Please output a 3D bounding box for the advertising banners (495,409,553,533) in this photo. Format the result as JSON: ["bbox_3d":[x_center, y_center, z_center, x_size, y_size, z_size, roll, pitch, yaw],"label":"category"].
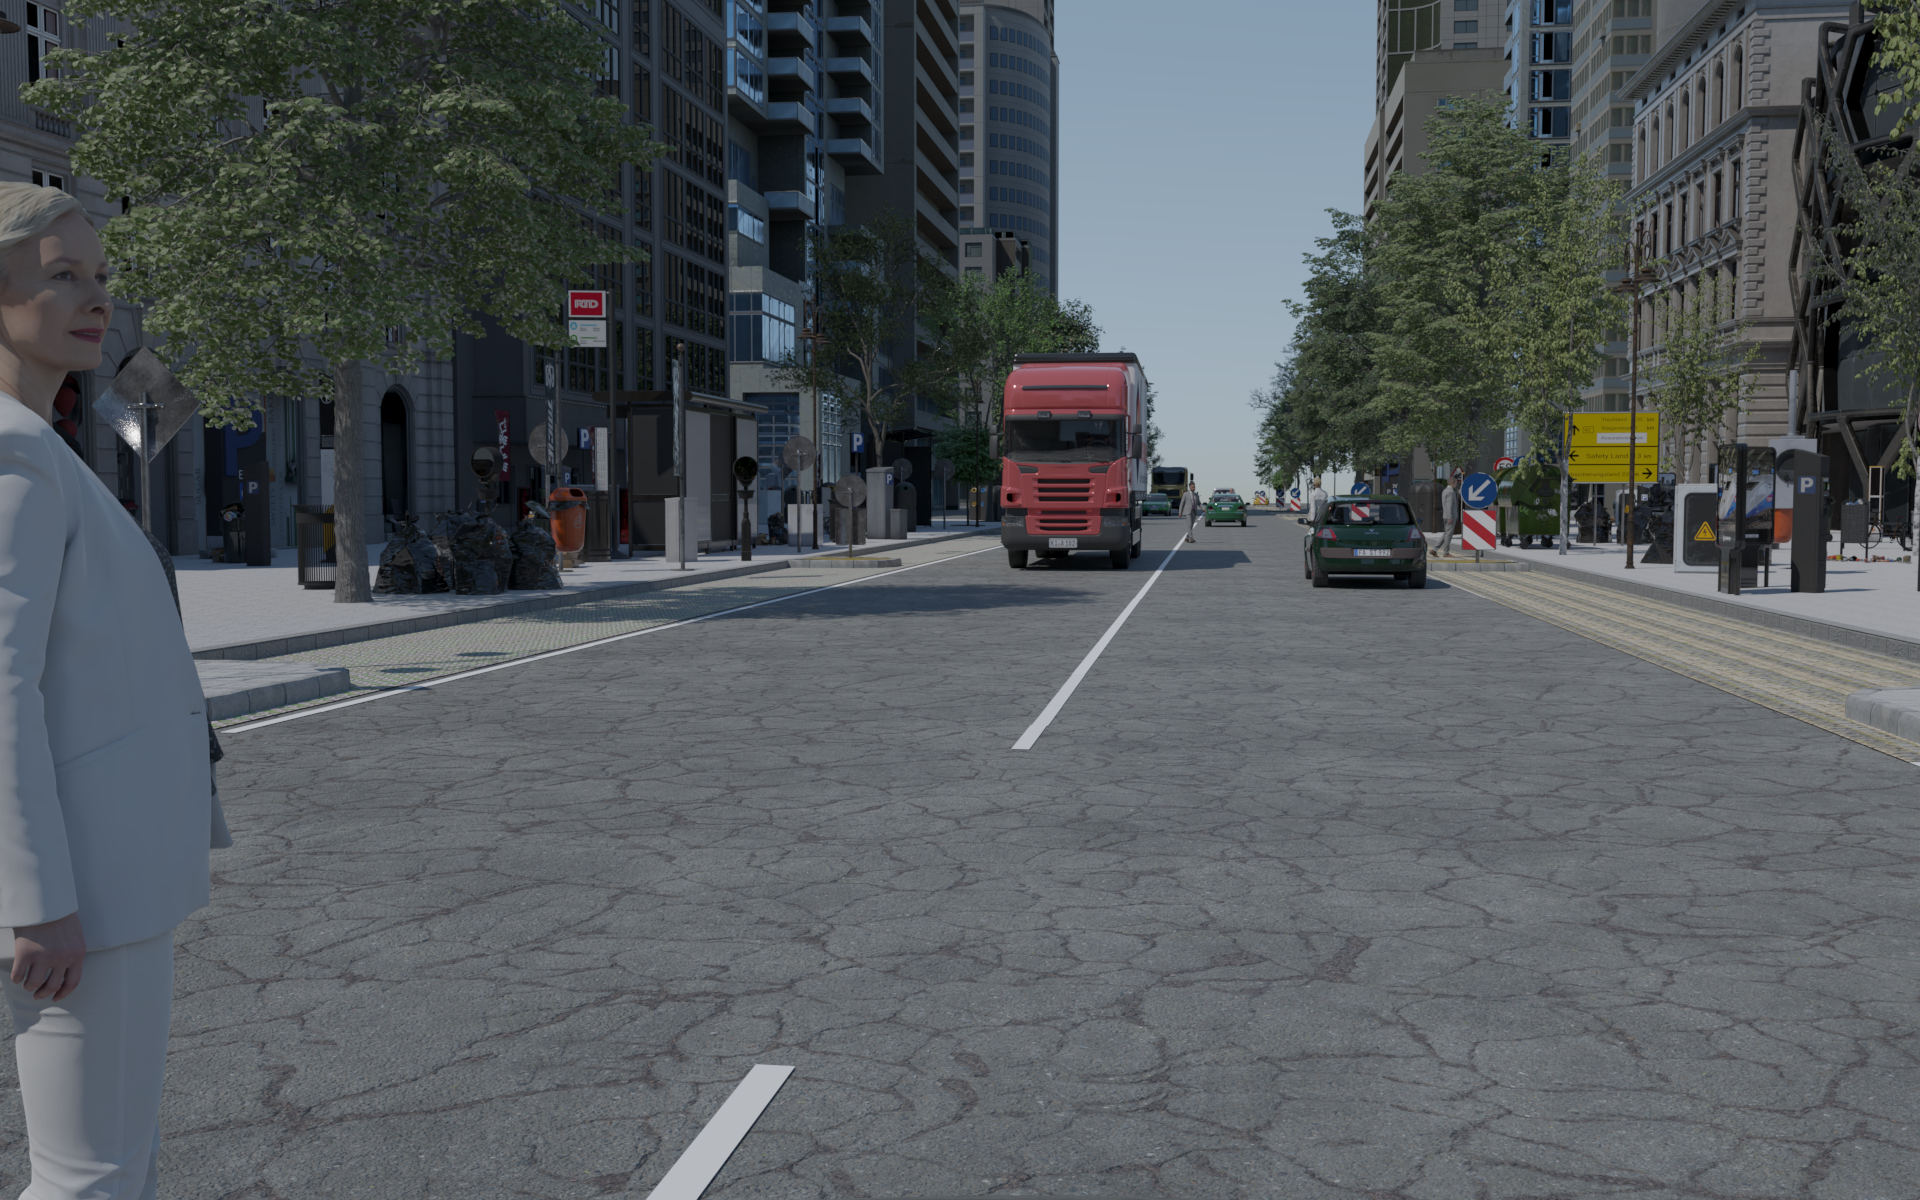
[{"bbox_3d":[-9.186,-2.469,36.548,0.090,3.025,2.074,1,4,20],"label":"advertising banners"}]

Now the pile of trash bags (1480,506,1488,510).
[{"bbox_3d":[22.048,-3.741,70.915,1.912,1.369,3.447,2,4,33],"label":"pile of trash bags"}]

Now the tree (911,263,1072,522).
[{"bbox_3d":[1.332,-9.380,79.110,9.928,11.665,9.643,0,3,0],"label":"tree"}]

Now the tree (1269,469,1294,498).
[{"bbox_3d":[41.266,-14.605,222.510,4.285,4.588,4.351,0,3,0],"label":"tree"}]

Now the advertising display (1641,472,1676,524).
[{"bbox_3d":[20.860,-2.847,51.770,0.974,1.923,0.123,1,4,15],"label":"advertising display"}]

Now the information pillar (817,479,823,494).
[{"bbox_3d":[-6.687,-4.749,82.130,0.304,2.012,0.304,2,4,26],"label":"information pillar"}]

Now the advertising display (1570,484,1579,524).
[{"bbox_3d":[25.753,-4.182,73.593,0.974,1.923,0.123,1,4,23],"label":"advertising display"}]

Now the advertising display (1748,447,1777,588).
[{"bbox_3d":[10.715,-1.123,23.575,0.974,1.923,0.123,-2,4,-27],"label":"advertising display"}]

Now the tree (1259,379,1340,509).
[{"bbox_3d":[30.295,-13.601,148.129,9.928,11.665,9.643,0,3,0],"label":"tree"}]

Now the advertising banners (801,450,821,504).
[{"bbox_3d":[-6.046,-4.535,70.332,0.090,3.025,2.074,-2,4,-26],"label":"advertising banners"}]

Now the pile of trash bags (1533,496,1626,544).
[{"bbox_3d":[16.718,-2.207,45.839,1.912,1.369,3.447,-3,5,-45],"label":"pile of trash bags"}]

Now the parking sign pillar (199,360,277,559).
[{"bbox_3d":[-14.460,-2.821,34.600,1.447,3.967,1.447,1,4,17],"label":"parking sign pillar"}]

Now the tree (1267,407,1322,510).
[{"bbox_3d":[27.805,-11.546,139.139,4.360,8.622,3.978,0,3,0],"label":"tree"}]

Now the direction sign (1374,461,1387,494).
[{"bbox_3d":[18.535,-5.159,76.348,0.876,3.537,0.379,-3,5,-40],"label":"direction sign"}]

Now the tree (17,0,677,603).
[{"bbox_3d":[-6.842,-6.228,19.963,7.486,12.596,7.792,0,3,0],"label":"tree"}]

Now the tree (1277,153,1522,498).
[{"bbox_3d":[17.185,-9.797,66.836,9.857,13.997,8.962,0,3,0],"label":"tree"}]

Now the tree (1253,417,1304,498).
[{"bbox_3d":[43.307,-19.211,232.222,7.486,12.596,7.792,0,3,0],"label":"tree"}]

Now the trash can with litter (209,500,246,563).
[{"bbox_3d":[-13.638,-1.275,32.238,1.055,1.170,0.624,3,4,37],"label":"trash can with litter"}]

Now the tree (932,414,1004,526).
[{"bbox_3d":[0.394,-5.280,70.040,4.285,4.588,4.351,0,3,0],"label":"tree"}]

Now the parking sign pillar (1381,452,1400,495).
[{"bbox_3d":[20.824,-5.785,83.059,1.447,3.967,1.447,1,4,9],"label":"parking sign pillar"}]

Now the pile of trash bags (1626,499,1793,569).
[{"bbox_3d":[13.742,-1.292,30.875,1.912,1.369,3.447,-1,4,-9],"label":"pile of trash bags"}]

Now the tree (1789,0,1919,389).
[{"bbox_3d":[14.318,-4.549,24.734,4.360,8.622,3.978,0,3,0],"label":"tree"}]

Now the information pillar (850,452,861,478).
[{"bbox_3d":[-4.055,-4.625,66.975,0.504,3.616,0.183,3,4,38],"label":"information pillar"}]

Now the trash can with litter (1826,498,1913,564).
[{"bbox_3d":[17.177,-1.320,32.639,1.678,1.210,2.233,-2,4,-32],"label":"trash can with litter"}]

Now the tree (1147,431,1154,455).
[{"bbox_3d":[16.146,-15.352,176.762,9.928,11.665,9.643,0,3,0],"label":"tree"}]

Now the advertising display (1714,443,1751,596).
[{"bbox_3d":[9.911,-1.043,22.271,0.123,1.923,0.974,1,4,10],"label":"advertising display"}]

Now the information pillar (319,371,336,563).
[{"bbox_3d":[-11.651,-2.498,32.198,0.504,3.616,0.183,0,4,5],"label":"information pillar"}]

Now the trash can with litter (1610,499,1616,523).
[{"bbox_3d":[28.770,-3.941,75.821,1.055,1.170,0.624,-2,4,-34],"label":"trash can with litter"}]

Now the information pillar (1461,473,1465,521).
[{"bbox_3d":[17.421,-3.360,59.435,0.304,2.012,0.304,-2,4,-26],"label":"information pillar"}]

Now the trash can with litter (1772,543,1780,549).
[{"bbox_3d":[18.762,-1.772,40.353,0.624,1.170,1.055,1,4,13],"label":"trash can with litter"}]

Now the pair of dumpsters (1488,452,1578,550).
[{"bbox_3d":[13.687,-2.402,41.760,1.574,2.255,4.437,1,4,8],"label":"pair of dumpsters"}]

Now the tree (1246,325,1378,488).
[{"bbox_3d":[25.187,-12.912,121.485,12.009,13.543,11.850,0,3,0],"label":"tree"}]

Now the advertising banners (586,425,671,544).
[{"bbox_3d":[-8.477,-2.935,44.181,2.074,3.025,0.090,-2,4,-24],"label":"advertising banners"}]

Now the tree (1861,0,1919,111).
[{"bbox_3d":[9.449,-3.939,14.766,4.737,8.622,4.395,0,3,0],"label":"tree"}]

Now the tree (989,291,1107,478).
[{"bbox_3d":[5.415,-11.062,97.877,9.611,12.733,9.660,0,3,0],"label":"tree"}]

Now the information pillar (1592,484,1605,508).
[{"bbox_3d":[19.867,-3.022,53.909,0.304,2.012,0.304,0,3,0],"label":"information pillar"}]

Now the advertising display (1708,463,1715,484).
[{"bbox_3d":[15.881,-1.909,36.424,0.123,1.923,0.974,2,4,34],"label":"advertising display"}]

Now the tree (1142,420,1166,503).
[{"bbox_3d":[14.495,-13.791,159.901,8.767,10.594,7.601,0,4,-6],"label":"tree"}]

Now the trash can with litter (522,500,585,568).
[{"bbox_3d":[-7.066,-1.148,30.159,1.055,1.170,0.624,0,4,8],"label":"trash can with litter"}]

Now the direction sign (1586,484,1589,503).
[{"bbox_3d":[24.053,-4.548,66.360,0.379,3.537,0.876,1,4,12],"label":"direction sign"}]

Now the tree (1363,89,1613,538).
[{"bbox_3d":[14.978,-8.023,49.298,7.486,12.596,7.792,0,3,0],"label":"tree"}]

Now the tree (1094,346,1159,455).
[{"bbox_3d":[12.357,-14.822,149.002,9.857,13.997,8.962,0,3,0],"label":"tree"}]

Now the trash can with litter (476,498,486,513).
[{"bbox_3d":[-11.245,-1.879,41.775,1.678,1.210,2.233,1,4,9],"label":"trash can with litter"}]

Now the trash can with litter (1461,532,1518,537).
[{"bbox_3d":[15.902,-2.496,51.867,2.233,1.210,1.678,-1,4,-14],"label":"trash can with litter"}]

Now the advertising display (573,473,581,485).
[{"bbox_3d":[-11.684,-2.915,52.882,0.123,1.923,0.974,0,4,-6],"label":"advertising display"}]

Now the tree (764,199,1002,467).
[{"bbox_3d":[-2.307,-7.323,54.145,8.767,10.594,7.601,2,4,30],"label":"tree"}]

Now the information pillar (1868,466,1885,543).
[{"bbox_3d":[24.211,-2.525,45.769,0.304,2.012,0.304,3,5,42],"label":"information pillar"}]

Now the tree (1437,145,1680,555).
[{"bbox_3d":[12.540,-5.266,36.462,4.737,8.622,4.395,0,3,0],"label":"tree"}]
